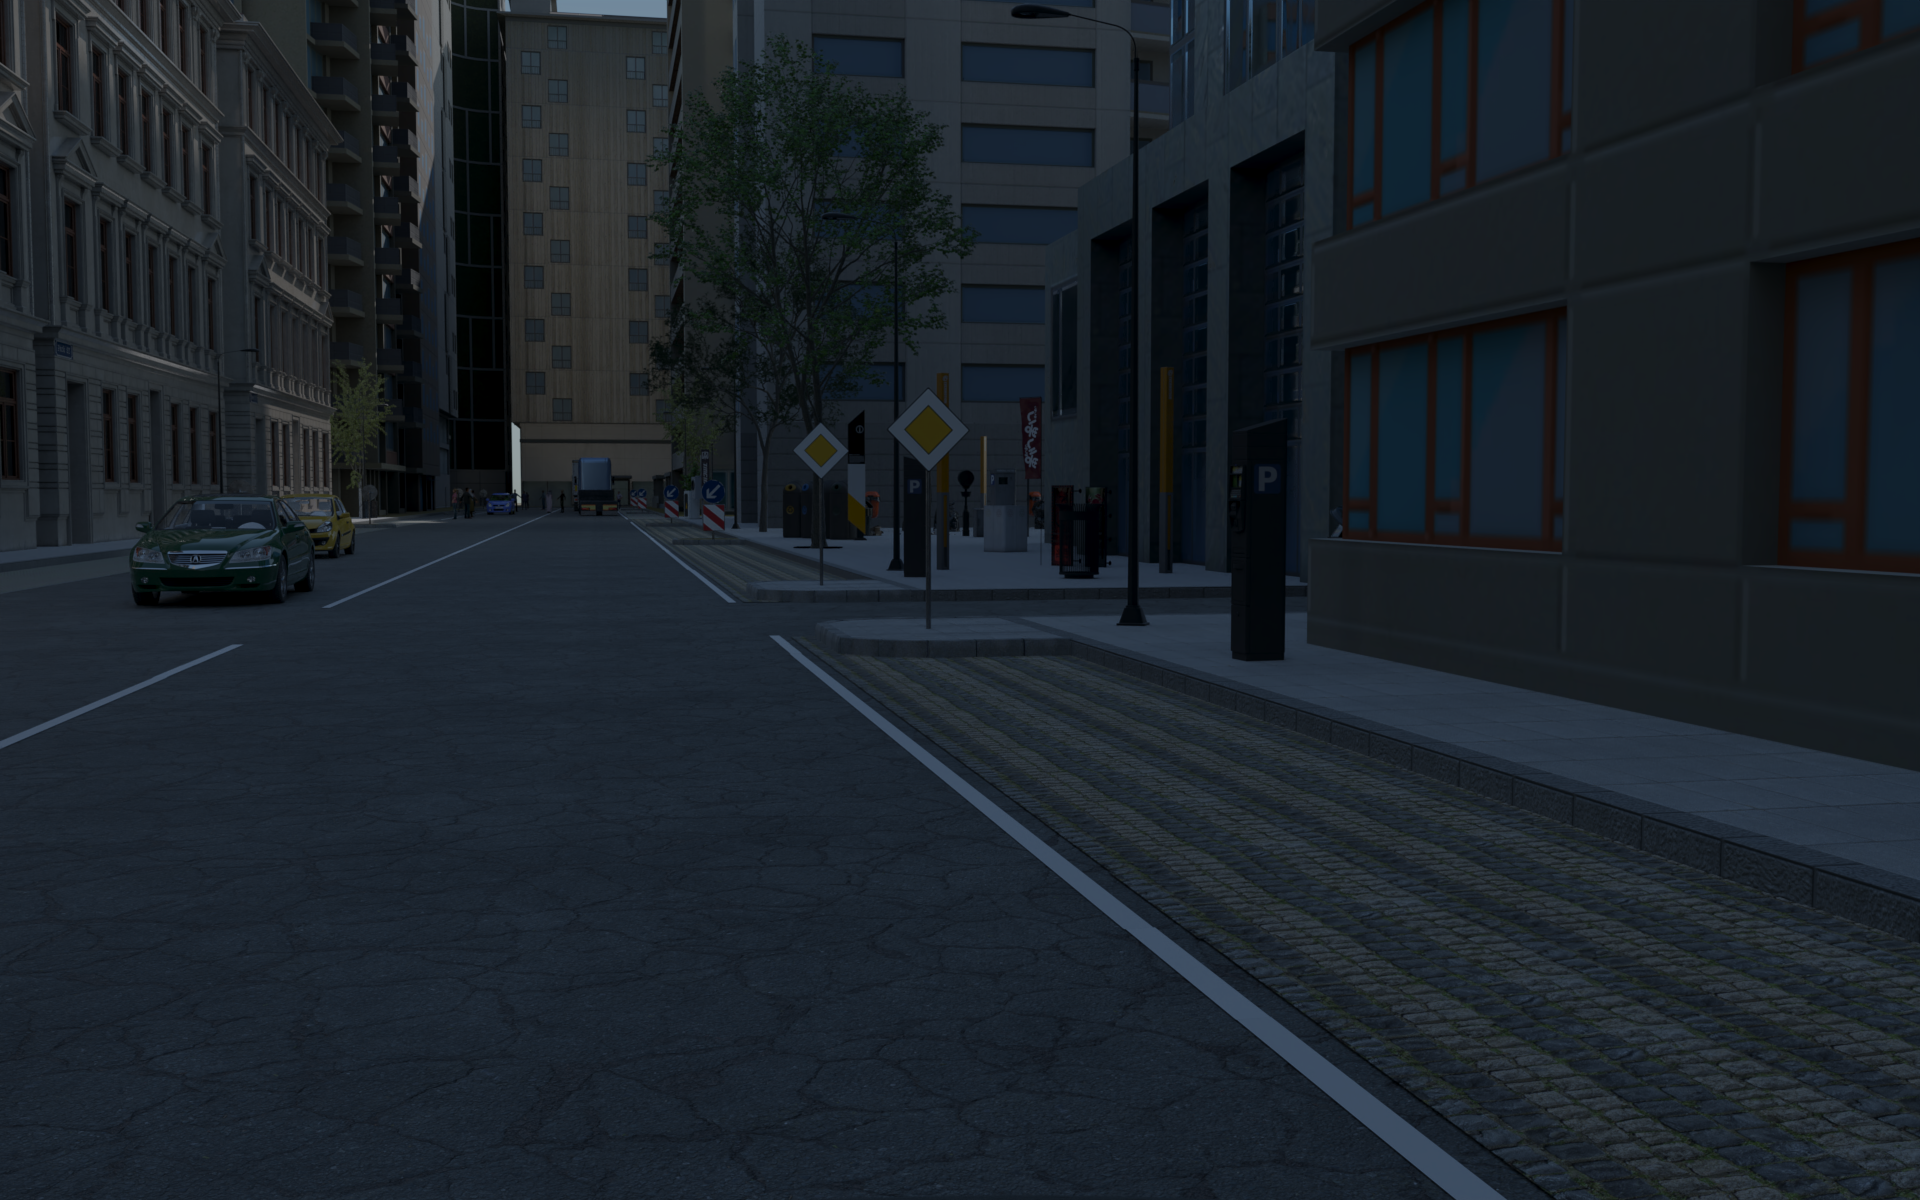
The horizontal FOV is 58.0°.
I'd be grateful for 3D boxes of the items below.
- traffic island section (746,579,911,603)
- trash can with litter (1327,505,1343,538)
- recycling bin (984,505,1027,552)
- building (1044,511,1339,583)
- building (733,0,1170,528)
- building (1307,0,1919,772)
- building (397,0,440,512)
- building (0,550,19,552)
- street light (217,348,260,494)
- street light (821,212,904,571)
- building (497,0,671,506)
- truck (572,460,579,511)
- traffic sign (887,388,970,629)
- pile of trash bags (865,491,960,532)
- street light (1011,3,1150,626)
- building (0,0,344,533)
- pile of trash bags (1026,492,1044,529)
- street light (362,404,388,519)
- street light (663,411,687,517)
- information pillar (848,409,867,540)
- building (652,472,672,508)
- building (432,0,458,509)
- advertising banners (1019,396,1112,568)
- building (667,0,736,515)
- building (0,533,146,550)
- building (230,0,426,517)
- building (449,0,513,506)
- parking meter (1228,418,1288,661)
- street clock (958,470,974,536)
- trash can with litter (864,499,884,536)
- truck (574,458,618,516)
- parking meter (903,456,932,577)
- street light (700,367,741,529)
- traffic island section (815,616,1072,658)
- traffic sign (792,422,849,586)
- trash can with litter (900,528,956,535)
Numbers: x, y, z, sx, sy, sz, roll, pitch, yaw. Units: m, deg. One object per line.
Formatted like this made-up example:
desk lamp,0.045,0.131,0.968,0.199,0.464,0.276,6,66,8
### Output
traffic island section,-1.925,-0.125,24.327,2.009,0.180,2.903,-1,4,-12
trash can with litter,4.173,-0.366,17.371,0.624,1.170,1.055,-2,4,-27
recycling bin,1.012,-1.586,38.486,0.722,1.027,0.722,-3,5,-40
building,18.026,-44.220,35.664,31.000,86.520,22.319,-1,4,-12
building,0.220,-32.820,78.600,21.231,58.520,28.212,-1,4,-12
building,19.477,-9.657,2.939,27.650,21.520,28.899,-1,4,-12
building,-46.762,-29.266,128.614,14.600,45.320,14.200,-1,4,-12
building,-24.491,-11.818,29.389,11.583,22.565,21.152,-1,4,-12
street light,-23.013,-5.058,55.234,1.470,5.913,1.316,-1,4,-12
street light,-1.594,-3.441,28.810,1.470,5.913,1.316,-1,4,-12
building,-36.144,-36.904,192.618,27.495,52.752,28.713,-1,4,-12
truck,-31.676,-9.706,147.602,2.839,4.237,11.283,-1,4,-12
traffic sign,-0.303,-0.782,16.431,0.795,2.450,0.064,-1,4,-12
pile of trash bags,-1.663,-3.055,59.704,3.447,1.369,1.912,0,4,6
street light,1.165,-2.700,16.690,1.470,5.913,1.316,-1,4,-12
building,-32.846,-14.385,71.356,11.583,22.565,21.152,-1,4,-12
pile of trash bags,3.461,-3.320,64.034,1.912,1.369,3.447,-2,4,-29
street light,-30.199,-7.148,89.412,1.470,5.913,1.316,-1,4,-12
street light,-15.991,-7.647,97.565,1.470,5.913,1.316,-1,4,-12
information pillar,-2.846,-3.456,47.858,0.504,3.616,0.183,-1,4,-15
building,-12.804,-28.870,163.913,32.217,40.220,23.993,-1,4,-12
building,-58.760,-34.401,151.693,27.495,52.752,28.713,-1,4,-12
advertising banners,1.845,-2.115,30.767,2.074,3.025,0.090,3,5,42
building,-8.447,-30.161,116.830,21.300,48.544,21.600,-1,4,-12
building,-28.839,-13.082,50.050,11.583,22.565,21.152,-1,4,-12
building,-45.401,-27.633,106.422,22.147,44.769,28.867,-1,4,-12
building,-58.863,-45.564,183.222,20.611,71.187,20.563,-1,4,-12
parking meter,2.295,-0.468,13.369,0.399,1.863,0.255,-1,4,-17
street clock,0.181,-2.942,52.676,0.471,2.002,0.358,-1,4,-13
trash can with litter,-2.854,-2.554,53.150,0.624,1.170,1.055,2,4,35
truck,-25.645,-8.098,122.153,2.967,4.110,18.799,-1,4,-13
parking meter,-0.657,-1.286,26.735,0.399,1.863,0.255,1,4,13
street light,-8.786,-5.563,63.499,1.470,5.913,1.316,-1,4,-12
traffic island section,-0.282,0.353,16.512,2.009,0.180,2.903,-1,4,-12
traffic sign,-1.947,-1.260,24.245,0.795,2.450,0.064,-1,4,-12
trash can with litter,-1.145,-2.689,55.017,1.678,1.210,2.233,-1,4,-14
